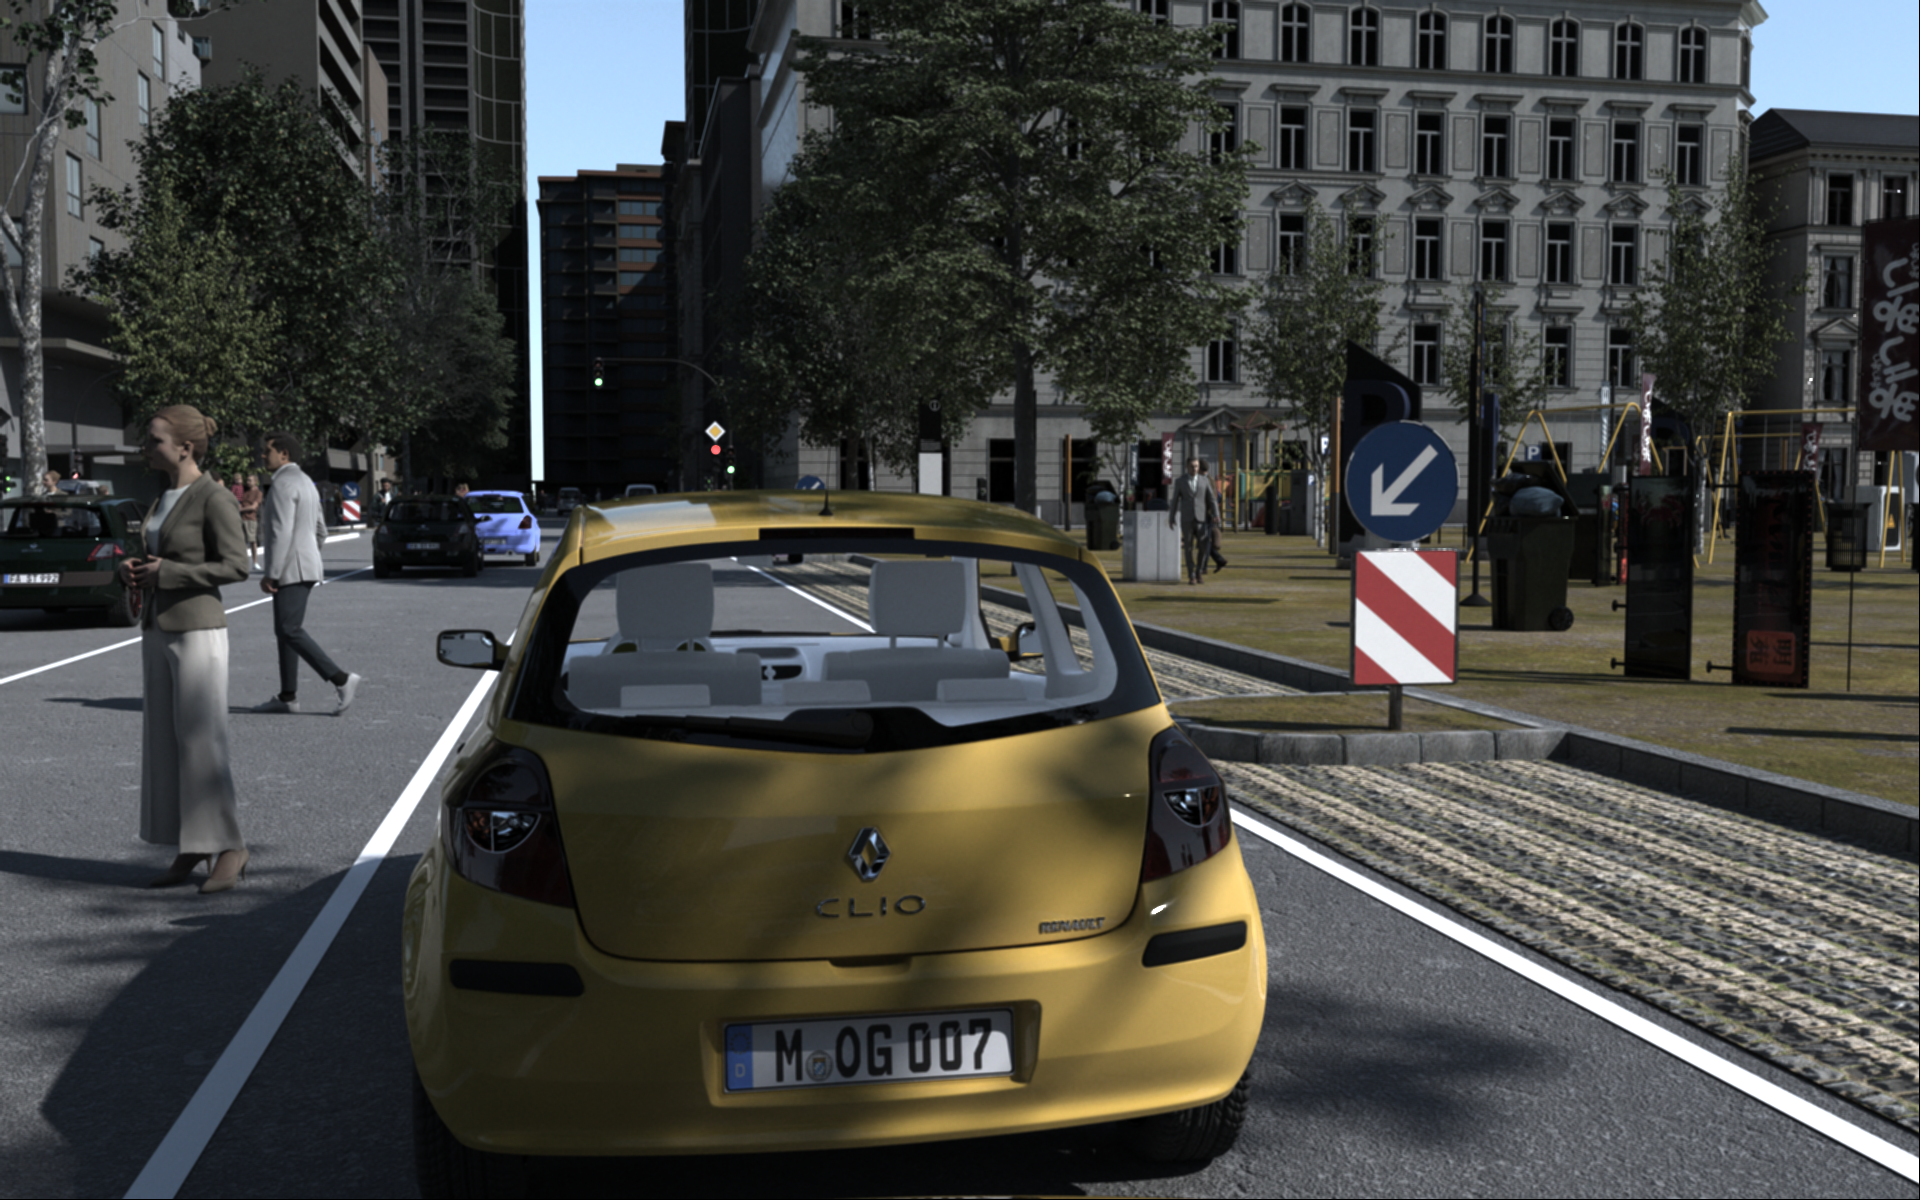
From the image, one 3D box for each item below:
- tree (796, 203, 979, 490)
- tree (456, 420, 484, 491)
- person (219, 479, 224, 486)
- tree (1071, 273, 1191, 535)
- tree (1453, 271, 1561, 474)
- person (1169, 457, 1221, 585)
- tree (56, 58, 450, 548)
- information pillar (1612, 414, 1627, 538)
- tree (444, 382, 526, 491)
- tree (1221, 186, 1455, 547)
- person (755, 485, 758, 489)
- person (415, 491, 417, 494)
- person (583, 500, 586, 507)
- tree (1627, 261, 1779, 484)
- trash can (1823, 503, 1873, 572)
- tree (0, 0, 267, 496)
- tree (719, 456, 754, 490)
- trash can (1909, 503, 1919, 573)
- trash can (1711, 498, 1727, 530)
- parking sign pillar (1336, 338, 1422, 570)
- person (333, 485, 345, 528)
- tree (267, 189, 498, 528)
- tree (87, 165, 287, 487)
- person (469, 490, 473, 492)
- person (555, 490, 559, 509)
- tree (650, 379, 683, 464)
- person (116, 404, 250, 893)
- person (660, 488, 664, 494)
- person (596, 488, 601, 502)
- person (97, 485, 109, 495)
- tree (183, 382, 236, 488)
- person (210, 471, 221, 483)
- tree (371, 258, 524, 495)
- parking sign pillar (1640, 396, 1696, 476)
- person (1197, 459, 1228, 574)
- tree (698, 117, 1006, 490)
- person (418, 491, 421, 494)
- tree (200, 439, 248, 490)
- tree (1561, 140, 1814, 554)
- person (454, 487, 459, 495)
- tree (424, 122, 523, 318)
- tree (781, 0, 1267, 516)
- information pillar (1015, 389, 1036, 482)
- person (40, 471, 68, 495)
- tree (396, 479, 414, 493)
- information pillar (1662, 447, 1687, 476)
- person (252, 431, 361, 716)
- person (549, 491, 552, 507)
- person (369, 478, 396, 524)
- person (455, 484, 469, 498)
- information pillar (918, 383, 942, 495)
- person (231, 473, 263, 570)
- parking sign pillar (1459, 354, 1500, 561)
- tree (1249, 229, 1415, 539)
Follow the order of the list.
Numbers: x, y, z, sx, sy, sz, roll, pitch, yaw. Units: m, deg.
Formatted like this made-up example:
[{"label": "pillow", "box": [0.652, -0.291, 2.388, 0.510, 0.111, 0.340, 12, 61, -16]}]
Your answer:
[{"label": "tree", "box": [-1.950, -5.603, 41.964, 4.360, 8.622, 3.978, 0, 3, 0]}, {"label": "tree", "box": [-32.617, -9.775, 112.637, 4.737, 8.622, 4.395, 0, 3, 0]}, {"label": "person", "box": [-14.597, -1.500, 33.701, 0.598, 1.740, 0.731, 1, 4, 21]}, {"label": "tree", "box": [5.144, -6.383, 54.718, 4.737, 8.622, 4.395, 0, 3, 0]}, {"label": "tree", "box": [17.358, -6.525, 57.042, 4.737, 8.622, 4.395, 0, 3, 0]}, {"label": "person", "box": [3.341, -1.128, 24.614, 0.709, 1.813, 0.853, 0, 4, -5]}, {"label": "tree", "box": [-18.656, -7.715, 45.607, 9.611, 12.733, 9.660, 0, 3, 0]}, {"label": "information pillar", "box": [19.355, -3.634, 50.776, 0.183, 3.616, 0.504, -1, 4, -9]}, {"label": "tree", "box": [-33.683, -12.113, 118.627, 7.486, 12.596, 7.792, 0, 3, 0]}, {"label": "tree", "box": [8.630, -5.595, 41.843, 4.737, 8.622, 4.395, 0, 3, 0]}, {"label": "person", "box": [-10.884, -5.328, 93.647, 0.515, 1.767, 0.782, -1, 4, -11]}, {"label": "person", "box": [-46.603, -8.503, 148.464, 0.756, 1.711, 0.436, 2, 4, 32]}, {"label": "person", "box": [-25.752, -6.391, 118.007, 0.505, 1.210, 0.382, -1, 4, -8]}, {"label": "tree", "box": [23.104, -6.374, 54.579, 4.360, 8.622, 3.978, 0, 3, 0]}, {"label": "trash can", "box": [14.726, -1.046, 28.754, 0.748, 1.137, 0.748, 0, 3, 0]}, {"label": "tree", "box": [-16.776, -10.432, 28.908, 12.611, 20.169, 13.585, 0, 3, 0]}, {"label": "tree", "box": [-11.189, -5.743, 88.507, 1.663, 3.219, 1.824, 0, 3, 0]}, {"label": "trash can", "box": [15.807, -1.007, 28.117, 0.748, 1.137, 0.748, 0, 3, 0]}, {"label": "trash can", "box": [26.708, -3.032, 61.234, 0.748, 1.137, 0.748, 0, 3, 0]}, {"label": "parking sign pillar", "box": [7.176, -2.513, 29.559, 1.447, 3.967, 1.447, 2, 4, 33]}, {"label": "person", "box": [-26.711, -4.032, 74.329, 0.656, 1.842, 0.836, 1, 4, 14]}, {"label": "tree", "box": [-23.752, -9.580, 69.453, 12.009, 13.543, 11.850, 0, 3, 0]}, {"label": "tree", "box": [-16.861, -5.221, 38.178, 4.737, 8.622, 4.395, 0, 3, 0]}, {"label": "person", "box": [-22.094, -4.162, 78.356, 0.330, 1.601, 0.589, 3, 4, 38]}, {"label": "person", "box": [-39.290, -9.808, 168.884, 0.705, 1.821, 1.348, -1, 4, -10]}, {"label": "tree", "box": [-22.365, -13.518, 146.770, 9.928, 11.665, 9.643, 0, 3, 0]}, {"label": "person", "box": [-2.872, 0.165, 6.347, 0.519, 1.759, 0.362, 2, 4, 34]}, {"label": "person", "box": [-20.631, -6.850, 120.361, 0.748, 1.841, 0.638, 1, 4, 9]}, {"label": "person", "box": [-22.209, -5.994, 106.730, 0.641, 1.798, 0.478, 0, 4, 4]}, {"label": "person", "box": [-16.836, -1.451, 34.036, 0.589, 1.601, 0.330, 1, 4, 23]}, {"label": "tree", "box": [-40.330, -8.669, 92.095, 4.360, 8.622, 3.978, 0, 3, 0]}, {"label": "person", "box": [-12.406, -1.237, 28.817, 0.616, 1.811, 0.778, 1, 4, 22]}, {"label": "tree", "box": [-28.453, -11.302, 93.899, 9.857, 13.997, 8.962, 0, 3, 0]}, {"label": "parking sign pillar", "box": [18.047, -3.409, 44.204, 1.447, 3.967, 1.447, 2, 4, 25]}, {"label": "person", "box": [3.969, -1.337, 27.810, 0.836, 1.842, 0.656, -3, 4, -38]}, {"label": "tree", "box": [-3.249, -8.278, 52.350, 9.611, 12.733, 9.660, 0, 3, 0]}, {"label": "person", "box": [-47.535, -8.772, 152.707, 0.721, 1.735, 1.217, 0, 4, 0]}, {"label": "tree", "box": [-43.011, -7.208, 101.565, 4.285, 4.588, 4.351, 0, 3, 0]}, {"label": "tree", "box": [15.999, -5.309, 37.167, 4.737, 8.622, 4.395, 0, 3, 0]}, {"label": "person", "box": [-29.383, -5.679, 101.269, 0.656, 1.842, 0.836, -1, 4, -9]}, {"label": "tree", "box": [-27.462, -13.663, 81.737, 12.611, 20.169, 13.585, 0, 3, 0]}, {"label": "tree", "box": [0.641, -6.654, 26.916, 7.486, 12.596, 7.792, 0, 3, 0]}, {"label": "information pillar", "box": [1.475, -2.892, 38.640, 0.504, 3.616, 0.183, 0, 4, -6]}, {"label": "person", "box": [-12.714, -0.928, 24.230, 0.519, 1.759, 0.362, 1, 4, 12]}, {"label": "tree", "box": [-58.465, -11.455, 181.886, 1.663, 3.219, 1.824, 0, 3, 0]}, {"label": "information pillar", "box": [11.216, -1.392, 27.251, 0.304, 2.012, 0.304, 1, 4, 11]}, {"label": "person", "box": [-4.268, -0.180, 11.286, 0.795, 1.843, 0.661, 0, 4, 1]}, {"label": "person", "box": [-44.343, -10.896, 187.363, 0.721, 1.735, 1.217, 2, 4, 29]}, {"label": "person", "box": [-12.181, -1.709, 36.782, 0.721, 1.781, 0.623, 2, 4, 27]}, {"label": "person", "box": [-18.888, -3.515, 65.943, 0.573, 1.828, 0.580, 0, 4, 5]}, {"label": "information pillar", "box": [-0.588, -2.670, 35.011, 0.504, 3.616, 0.183, -1, 4, -15]}, {"label": "person", "box": [-13.545, -1.488, 32.800, 0.580, 1.828, 0.573, -3, 5, -42]}, {"label": "parking sign pillar", "box": [10.239, -2.779, 33.905, 1.447, 3.967, 1.447, 1, 4, 23]}, {"label": "tree", "box": [10.289, -6.017, 48.742, 4.360, 8.622, 3.978, 0, 3, 0]}]
